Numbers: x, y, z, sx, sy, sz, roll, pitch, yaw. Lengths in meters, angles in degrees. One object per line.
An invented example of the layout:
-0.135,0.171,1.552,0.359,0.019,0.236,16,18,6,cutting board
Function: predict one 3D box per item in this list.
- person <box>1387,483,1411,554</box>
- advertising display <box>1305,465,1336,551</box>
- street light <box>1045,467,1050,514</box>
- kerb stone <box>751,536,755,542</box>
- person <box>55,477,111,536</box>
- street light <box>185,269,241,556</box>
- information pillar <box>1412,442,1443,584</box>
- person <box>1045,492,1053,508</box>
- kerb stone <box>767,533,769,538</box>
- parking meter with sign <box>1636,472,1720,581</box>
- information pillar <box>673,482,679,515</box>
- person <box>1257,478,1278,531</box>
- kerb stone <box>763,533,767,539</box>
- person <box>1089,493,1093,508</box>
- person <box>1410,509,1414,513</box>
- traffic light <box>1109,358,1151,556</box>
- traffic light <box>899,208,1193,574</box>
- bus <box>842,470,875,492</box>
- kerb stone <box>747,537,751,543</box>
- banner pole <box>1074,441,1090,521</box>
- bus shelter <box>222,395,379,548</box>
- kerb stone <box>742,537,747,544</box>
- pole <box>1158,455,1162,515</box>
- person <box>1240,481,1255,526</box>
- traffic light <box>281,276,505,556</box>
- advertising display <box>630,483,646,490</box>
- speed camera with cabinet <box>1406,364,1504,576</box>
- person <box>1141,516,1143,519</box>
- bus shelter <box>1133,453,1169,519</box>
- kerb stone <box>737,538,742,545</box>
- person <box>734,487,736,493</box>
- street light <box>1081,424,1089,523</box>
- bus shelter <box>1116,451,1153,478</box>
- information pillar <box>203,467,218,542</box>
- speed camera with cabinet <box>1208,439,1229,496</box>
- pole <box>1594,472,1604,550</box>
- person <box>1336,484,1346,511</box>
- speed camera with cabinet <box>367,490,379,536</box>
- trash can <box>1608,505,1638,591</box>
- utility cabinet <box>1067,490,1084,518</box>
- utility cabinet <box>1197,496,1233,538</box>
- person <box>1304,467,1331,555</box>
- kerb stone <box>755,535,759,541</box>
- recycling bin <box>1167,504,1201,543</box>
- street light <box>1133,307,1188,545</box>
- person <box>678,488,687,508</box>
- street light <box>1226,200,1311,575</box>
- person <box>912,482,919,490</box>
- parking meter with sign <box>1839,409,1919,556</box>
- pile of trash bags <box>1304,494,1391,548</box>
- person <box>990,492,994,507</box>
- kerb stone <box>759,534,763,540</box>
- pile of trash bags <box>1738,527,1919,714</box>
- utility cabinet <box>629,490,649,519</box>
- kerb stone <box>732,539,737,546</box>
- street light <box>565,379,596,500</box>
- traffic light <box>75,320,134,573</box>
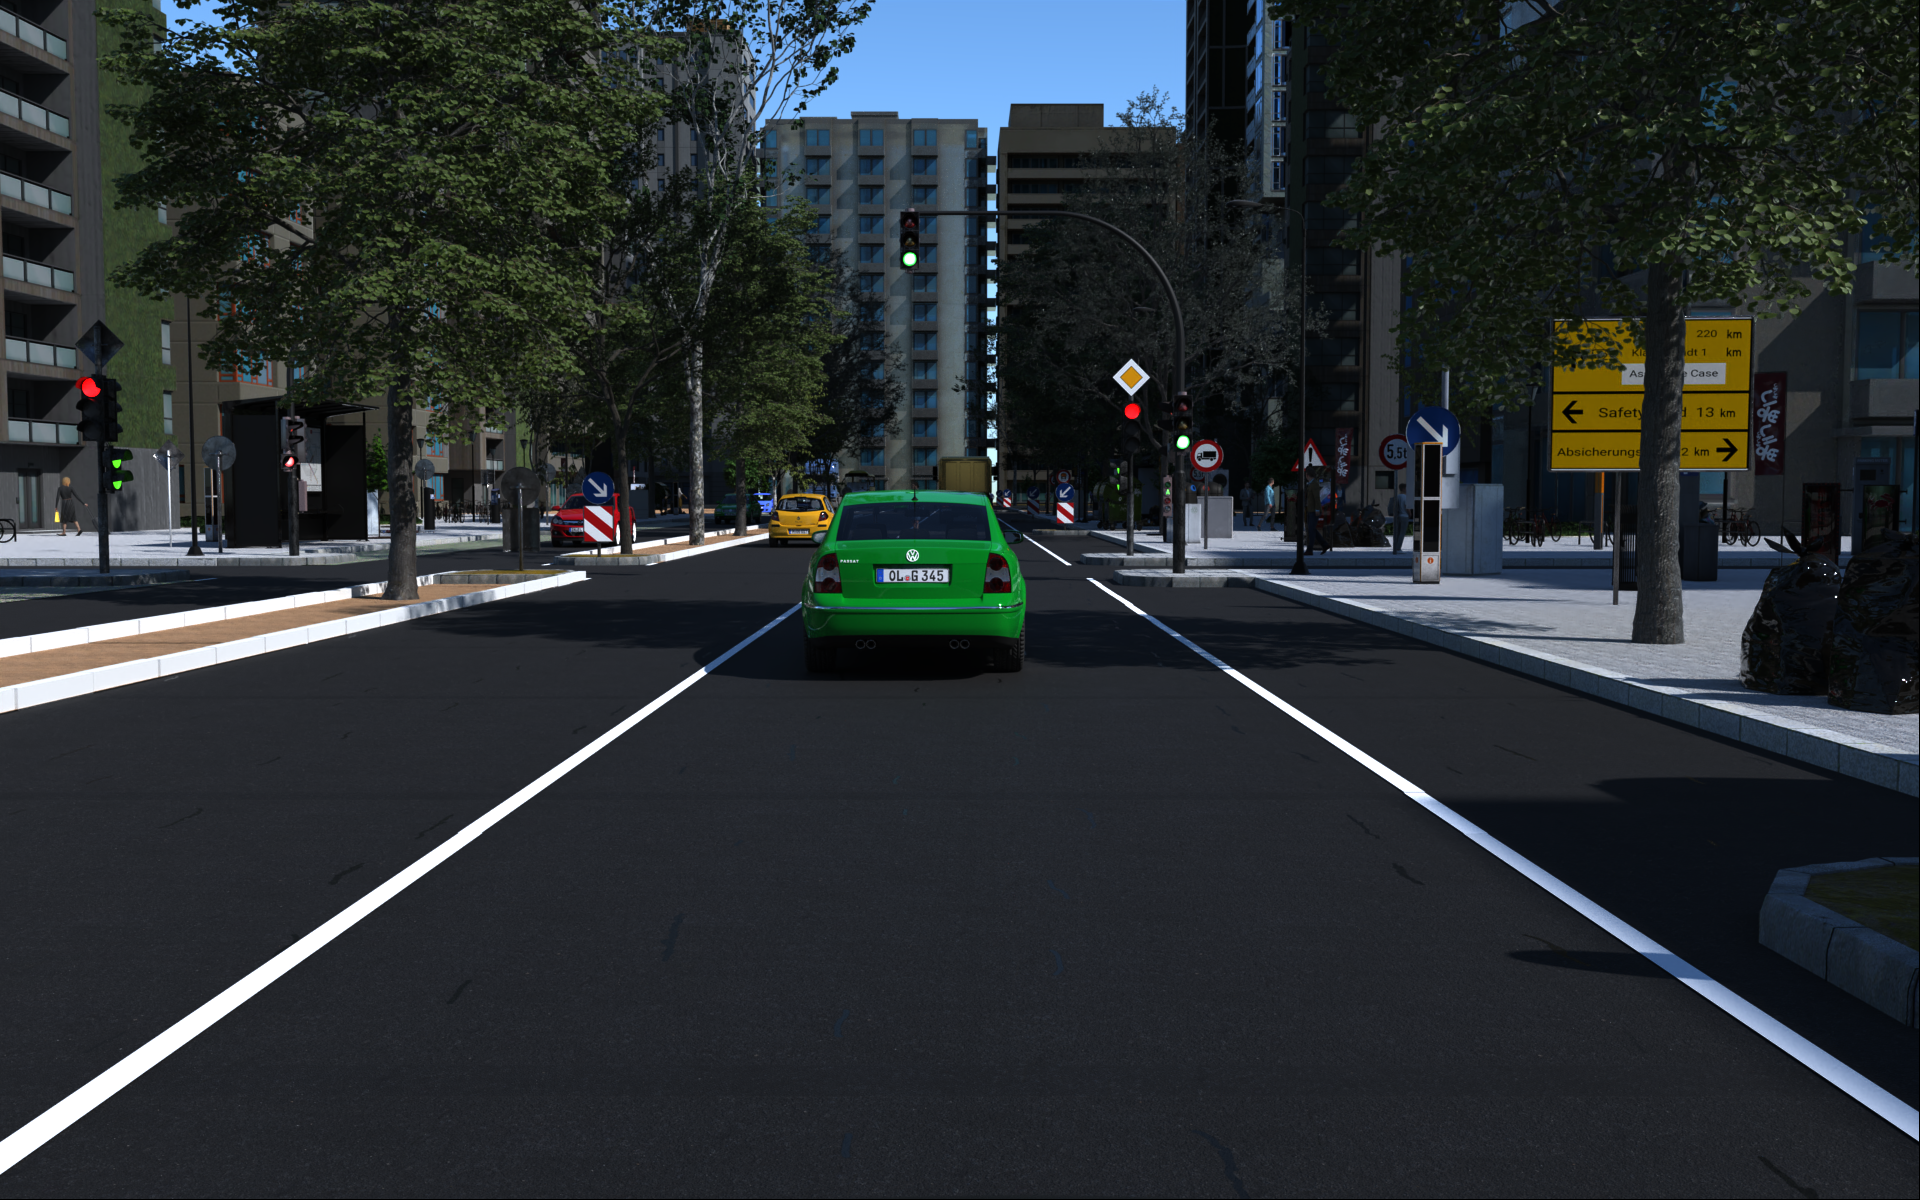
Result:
9.433,-1.744,37.160,0.503,1.515,0.523,2,4,25,person
8.151,-2.079,39.212,0.123,1.923,0.974,-2,4,-25,advertising display
5.085,-8.474,111.083,1.470,5.913,1.316,0,3,0,street light
-6.279,-1.788,51.434,0.120,0.150,1.000,0,3,0,kerb stone
-26.916,-2.857,52.974,1.509,1.804,0.699,0,4,1,person
-15.390,-3.874,35.886,1.470,5.913,1.316,0,3,0,street light
6.676,-1.239,24.743,0.304,2.012,0.304,0,4,-7,information pillar
7.944,-9.122,156.124,0.756,1.711,0.436,2,4,35,person
-6.272,-2.039,55.537,0.120,0.150,1.000,0,3,0,kerb stone
10.788,-1.829,26.167,0.543,3.016,1.738,-1,4,-14,parking meter with sign
-17.280,-6.169,105.358,0.304,2.012,0.304,0,4,-6,information pillar
10.624,-3.289,59.686,0.748,1.841,0.638,3,4,38,person
-6.280,-1.974,54.514,0.120,0.150,1.000,0,3,0,kerb stone
12.024,-9.182,156.044,0.599,1.838,0.709,-3,5,-44,person
16.302,-3.438,62.525,0.520,1.790,0.573,-1,4,-12,person
3.522,-2.876,35.937,0.839,4.253,0.868,0,3,0,traffic light
1.425,-3.250,27.812,4.771,5.953,1.251,0,3,0,traffic light
-10.512,-11.642,181.888,2.896,3.916,12.252,0,4,0,bus
-6.274,-1.726,50.408,0.120,0.150,1.000,0,3,0,kerb stone
5.794,-5.627,82.020,0.863,3.779,0.401,1,4,19,banner pole
-16.569,-3.218,43.894,1.731,3.624,6.357,0,3,0,bus shelter
-6.281,-1.663,49.386,0.120,0.150,1.000,0,3,0,kerb stone
9.610,-5.452,82.977,0.158,3.312,0.155,0,3,0,pole
11.585,-3.877,69.631,0.606,1.804,0.583,-2,4,-24,person
-11.748,-3.749,35.966,4.771,5.953,1.251,0,3,0,traffic light
-18.891,-5.896,101.607,0.974,1.923,0.123,-2,4,-29,advertising display
7.740,-1.999,27.028,2.038,3.252,0.660,-3,5,-44,speed camera with cabinet
8.401,-4.686,82.679,0.654,1.822,0.581,2,4,26,person
9.848,-5.654,86.373,2.014,3.302,5.546,0,4,0,bus shelter
-6.282,-1.596,48.364,0.120,0.150,1.000,0,3,0,kerb stone
-16.075,-7.239,124.533,0.705,1.807,1.348,3,4,37,person
5.027,-6.397,77.126,1.470,5.913,1.316,0,3,0,street light
9.308,-6.256,93.572,1.731,3.624,6.357,0,4,0,bus shelter
-20.077,-2.572,46.545,0.304,2.012,0.304,2,4,26,information pillar
8.467,-4.102,61.398,2.038,3.252,0.660,-1,4,-12,speed camera with cabinet
14.736,-2.817,39.894,0.158,3.312,0.155,0,3,0,pole
14.908,-3.797,68.142,0.581,1.822,0.654,1,4,22,person
-18.947,-3.599,53.185,2.038,3.252,0.660,-2,4,-26,speed camera with cabinet
9.044,-0.703,23.140,0.748,1.137,0.748,0,3,0,trash can
6.166,-5.173,93.254,0.318,1.500,1.173,-3,4,-37,utility cabinet
7.421,-2.401,50.422,1.020,1.237,0.306,1,4,16,utility cabinet
7.439,-1.860,36.364,0.836,1.842,0.656,-2,4,-27,person
-6.272,-1.851,52.456,0.120,0.150,1.000,0,3,0,kerb stone
5.851,-2.003,45.295,0.722,1.027,0.722,-1,4,-12,recycling bin
4.984,-4.320,43.170,1.470,5.913,1.316,0,3,0,street light
-20.939,-7.505,129.483,1.217,1.736,0.721,2,4,26,person
4.894,-3.362,27.518,1.470,5.913,1.316,0,3,0,street light
-1.378,-2.840,54.963,0.581,1.822,0.654,2,4,26,person
18.991,-2.439,36.133,1.738,3.016,0.543,2,4,24,parking meter with sign
9.455,-2.041,43.120,1.912,1.369,3.447,0,4,-1,pile of trash bags
3.187,-10.332,178.369,0.756,1.711,0.436,-2,4,-30,person
-6.281,-1.914,53.483,0.120,0.150,1.000,0,3,0,kerb stone
6.837,-0.063,10.779,3.447,1.369,1.912,0,4,7,pile of trash bags
-16.563,-4.891,88.655,1.173,1.500,0.318,-2,4,-31,utility cabinet
-6.283,-1.536,47.340,0.120,0.150,1.000,0,3,0,kerb stone
-15.331,-5.951,69.843,1.470,5.913,1.316,0,3,0,street light
-13.845,-2.387,27.947,0.839,4.253,0.868,0,3,0,traffic light
